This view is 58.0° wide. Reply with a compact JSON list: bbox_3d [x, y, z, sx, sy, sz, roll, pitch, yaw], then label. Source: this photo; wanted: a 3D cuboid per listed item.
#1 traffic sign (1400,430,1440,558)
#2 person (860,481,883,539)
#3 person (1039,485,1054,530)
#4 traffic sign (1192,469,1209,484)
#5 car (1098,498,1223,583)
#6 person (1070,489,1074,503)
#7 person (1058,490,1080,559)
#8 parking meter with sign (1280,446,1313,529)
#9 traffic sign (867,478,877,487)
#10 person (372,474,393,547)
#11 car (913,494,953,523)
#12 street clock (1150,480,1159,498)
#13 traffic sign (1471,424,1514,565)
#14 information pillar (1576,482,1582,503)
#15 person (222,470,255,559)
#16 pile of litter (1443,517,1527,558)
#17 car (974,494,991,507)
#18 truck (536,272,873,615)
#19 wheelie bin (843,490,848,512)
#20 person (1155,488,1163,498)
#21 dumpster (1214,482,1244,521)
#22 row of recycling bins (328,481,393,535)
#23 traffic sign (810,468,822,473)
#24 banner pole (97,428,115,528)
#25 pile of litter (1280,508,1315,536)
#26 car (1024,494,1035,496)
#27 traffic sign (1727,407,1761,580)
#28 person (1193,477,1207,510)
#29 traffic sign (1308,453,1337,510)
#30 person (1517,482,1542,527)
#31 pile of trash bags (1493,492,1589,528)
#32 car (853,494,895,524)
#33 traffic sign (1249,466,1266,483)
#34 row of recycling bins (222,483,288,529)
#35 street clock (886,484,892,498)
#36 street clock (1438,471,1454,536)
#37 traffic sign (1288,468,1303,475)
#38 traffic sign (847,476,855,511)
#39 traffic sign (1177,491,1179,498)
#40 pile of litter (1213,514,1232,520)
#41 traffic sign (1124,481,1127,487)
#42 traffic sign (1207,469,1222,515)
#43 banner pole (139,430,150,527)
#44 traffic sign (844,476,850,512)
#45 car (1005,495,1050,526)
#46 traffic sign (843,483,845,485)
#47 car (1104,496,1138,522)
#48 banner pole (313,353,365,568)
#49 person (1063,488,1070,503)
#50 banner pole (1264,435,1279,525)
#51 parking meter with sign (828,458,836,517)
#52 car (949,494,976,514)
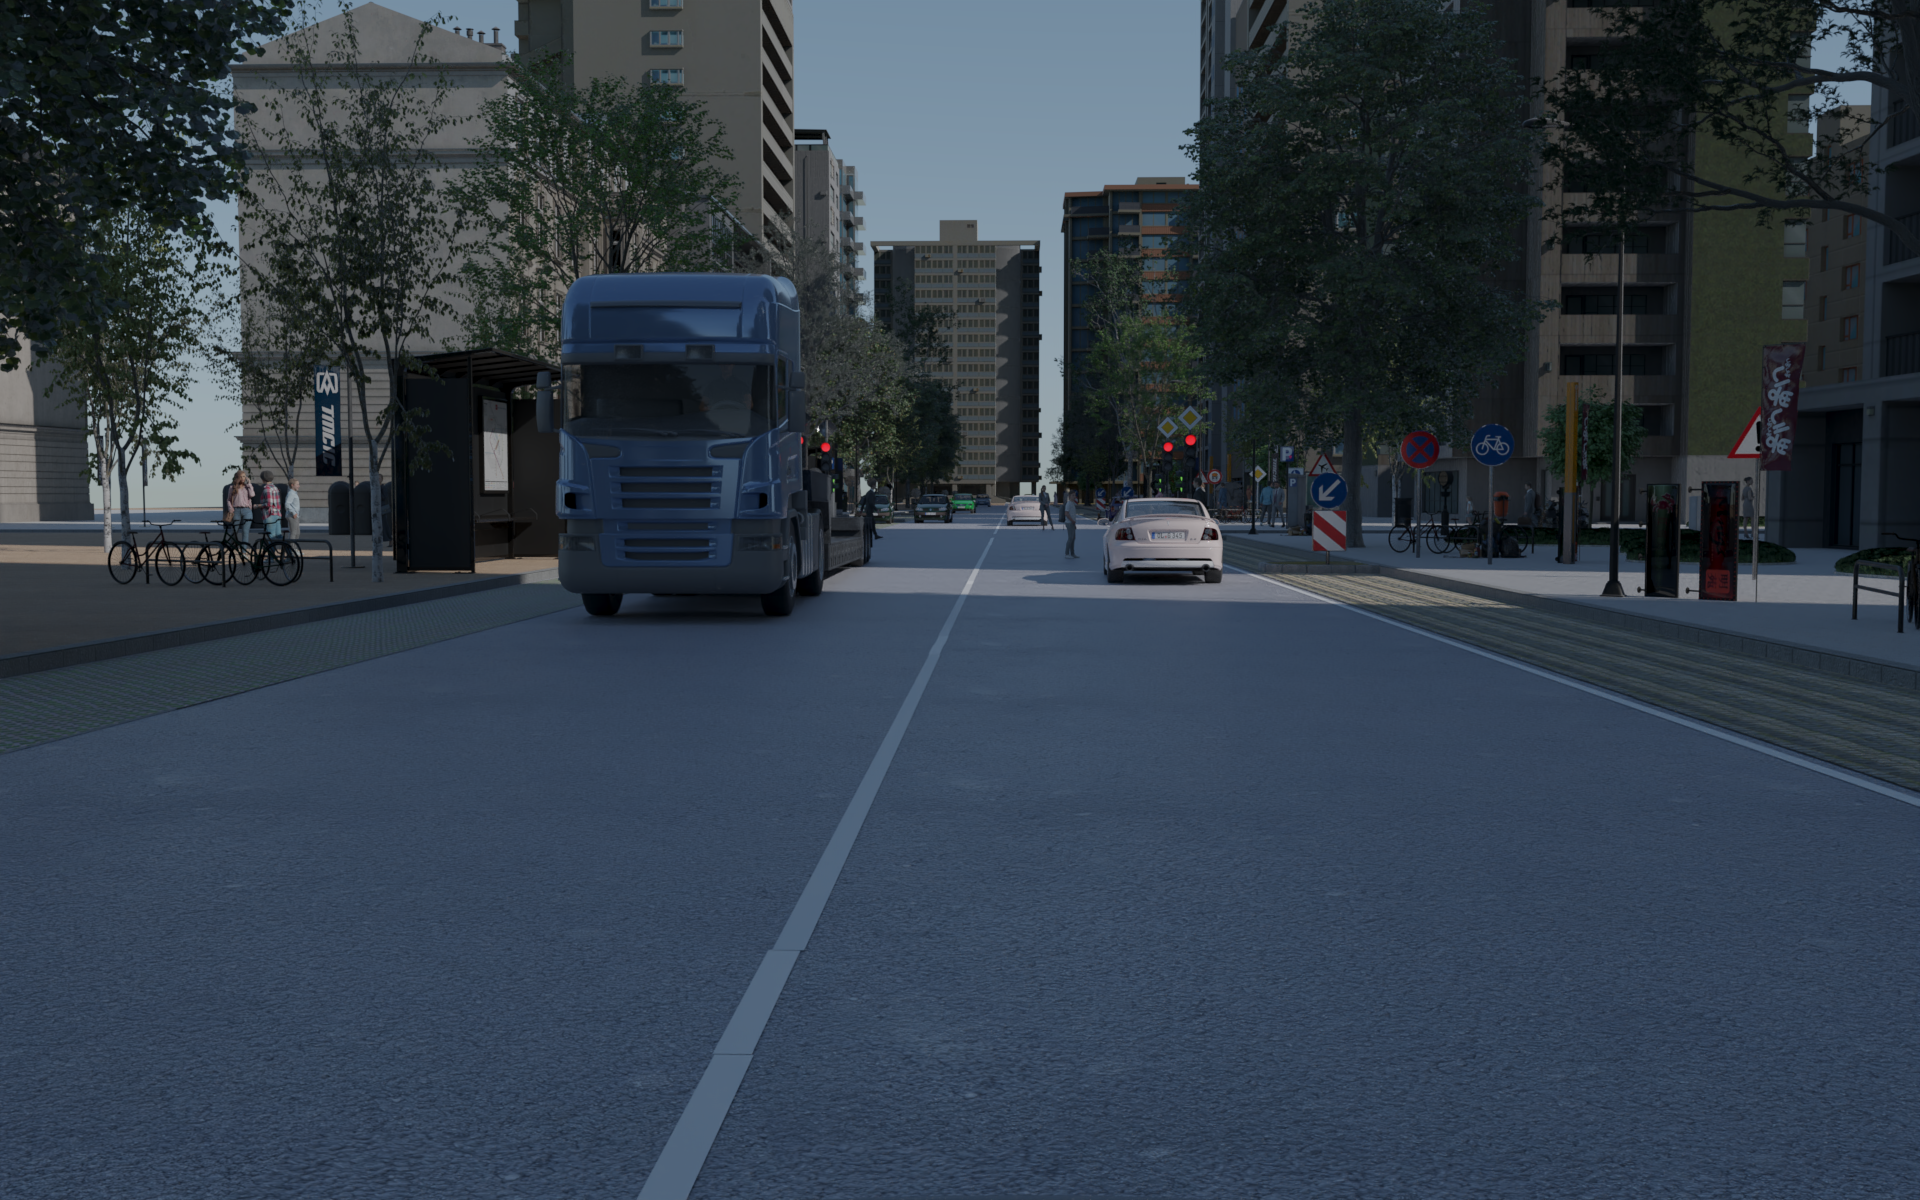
[{"bbox_3d":[9.221,-2.121,34.785,0.768,2.556,0.104,1,4,9],"label":"traffic sign"},{"bbox_3d":[-2.754,-2.822,54.425,0.755,1.850,0.659,-1,4,-13],"label":"person"},{"bbox_3d":[3.414,-3.644,68.349,0.520,1.790,0.573,-3,4,-39],"label":"person"},{"bbox_3d":[12.461,-5.481,89.623,0.884,2.594,0.081,0,4,7],"label":"traffic sign"},{"bbox_3d":[3.378,-1.033,29.259,2.083,1.381,4.827,0,4,3],"label":"car"},{"bbox_3d":[7.692,-6.753,119.468,0.519,1.759,0.362,2,4,28],"label":"person"},{"bbox_3d":[2.469,-1.677,38.511,0.523,1.515,0.503,-1,4,-15],"label":"person"},{"bbox_3d":[12.506,-4.151,64.123,0.543,3.016,1.738,3,4,38],"label":"parking meter with sign"},{"bbox_3d":[-6.750,-8.093,132.432,0.768,2.556,0.104,0,4,6],"label":"traffic sign"},{"bbox_3d":[-13.968,-2.160,41.783,0.576,1.772,0.534,1,4,19],"label":"person"},{"bbox_3d":[-1.305,-4.655,85.903,2.009,1.686,4.222,0,4,3],"label":"car"},{"bbox_3d":[10.396,-5.368,92.330,0.471,2.002,0.358,-1,4,-13],"label":"street clock"},{"bbox_3d":[9.652,-1.918,31.471,0.768,2.556,0.104,0,4,7],"label":"traffic sign"},{"bbox_3d":[23.030,-3.684,64.729,0.304,2.012,0.304,-2,4,-33],"label":"information pillar"},{"bbox_3d":[-14.277,-1.690,34.262,0.593,1.750,0.643,-2,4,-26],"label":"person"},{"bbox_3d":[10.608,-1.288,35.023,1.719,0.858,1.176,1,4,12],"label":"pile of litter"},{"bbox_3d":[2.512,-11.041,192.528,2.014,1.417,4.499,0,4,3],"label":"car"},{"bbox_3d":[-3.128,-2.300,27.357,2.967,4.110,18.799,0,4,0],"label":"truck"},{"bbox_3d":[-8.340,-7.072,123.537,0.693,1.594,0.980,-1,4,-17],"label":"wheelie bin"},{"bbox_3d":[7.713,-3.604,67.428,0.388,1.821,0.555,-1,4,-17],"label":"person"},{"bbox_3d":[12.843,-4.693,82.488,1.264,1.857,1.865,0,4,2],"label":"dumpster"},{"bbox_3d":[-18.098,-2.887,54.308,3.534,1.692,1.069,0,4,5],"label":"row of recycling bins"},{"bbox_3d":[-7.044,-5.123,83.863,0.768,2.556,0.104,0,4,2],"label":"traffic sign"},{"bbox_3d":[-32.166,-4.590,65.055,0.401,3.779,0.863,0,4,7],"label":"banner pole"},{"bbox_3d":[10.621,-2.414,53.441,1.719,0.858,1.176,-1,4,-16],"label":"pile of litter"},{"bbox_3d":[7.915,-11.488,198.059,2.015,1.641,3.980,0,4,1],"label":"car"},{"bbox_3d":[11.869,-1.578,25.802,0.884,2.594,0.081,0,4,8],"label":"traffic sign"},{"bbox_3d":[5.972,-2.162,43.631,0.755,1.850,0.659,2,4,33],"label":"person"},{"bbox_3d":[10.833,-3.163,51.720,0.884,2.594,0.081,0,4,6],"label":"traffic sign"},{"bbox_3d":[18.631,-2.941,56.553,0.822,1.834,0.622,1,4,15],"label":"person"},{"bbox_3d":[21.110,-3.263,63.101,3.447,1.369,1.912,0,4,-2],"label":"pile of trash bags"},{"bbox_3d":[-4.119,-4.529,83.835,2.009,1.686,4.222,0,4,1],"label":"car"},{"bbox_3d":[13.599,-4.848,79.000,0.795,2.593,0.064,1,4,9],"label":"traffic sign"},{"bbox_3d":[-26.137,-3.521,64.674,1.069,1.692,3.534,1,4,14],"label":"row of recycling bins"},{"bbox_3d":[-4.963,-7.158,121.605,0.358,2.002,0.471,-2,4,-28],"label":"street clock"},{"bbox_3d":[15.001,-2.994,53.524,0.358,2.002,0.471,-1,4,-23],"label":"street clock"},{"bbox_3d":[13.122,-4.015,67.778,0.606,2.300,0.079,1,4,8],"label":"traffic sign"},{"bbox_3d":[-7.527,-7.363,120.498,0.768,2.556,0.104,1,4,11],"label":"traffic sign"},{"bbox_3d":[11.788,-5.720,93.624,0.768,2.556,0.104,1,4,11],"label":"traffic sign"},{"bbox_3d":[13.060,-4.395,85.819,1.719,0.858,1.176,-2,4,-30],"label":"pile of litter"},{"bbox_3d":[12.931,-8.050,133.740,0.606,2.300,0.079,1,4,9],"label":"traffic sign"},{"bbox_3d":[13.033,-5.416,88.661,0.768,2.556,0.104,1,4,8],"label":"traffic sign"},{"bbox_3d":[-31.617,-4.720,67.185,0.401,3.779,0.863,-3,4,-39],"label":"banner pole"},{"bbox_3d":[-7.726,-7.419,121.414,0.768,2.556,0.104,0,4,7],"label":"traffic sign"},{"bbox_3d":[3.074,-4.095,79.323,2.083,1.381,4.827,0,4,2],"label":"car"},{"bbox_3d":[-6.984,-6.004,98.162,0.884,2.594,0.081,0,4,3],"label":"traffic sign"},{"bbox_3d":[7.969,-4.370,84.032,1.945,1.354,3.894,0,4,2],"label":"car"},{"bbox_3d":[-10.710,-2.434,29.820,0.863,3.779,0.401,-3,5,-44],"label":"banner pole"},{"bbox_3d":[6.109,-5.548,99.385,0.709,1.800,0.728,3,5,43],"label":"person"},{"bbox_3d":[13.116,-5.060,72.755,0.401,3.779,0.863,-2,4,-29],"label":"banner pole"},{"bbox_3d":[-6.288,-5.364,83.962,0.543,3.016,1.738,0,4,1],"label":"parking meter with sign"},{"bbox_3d":[0.220,-7.258,127.468,1.959,1.807,4.718,0,4,3],"label":"car"}]
